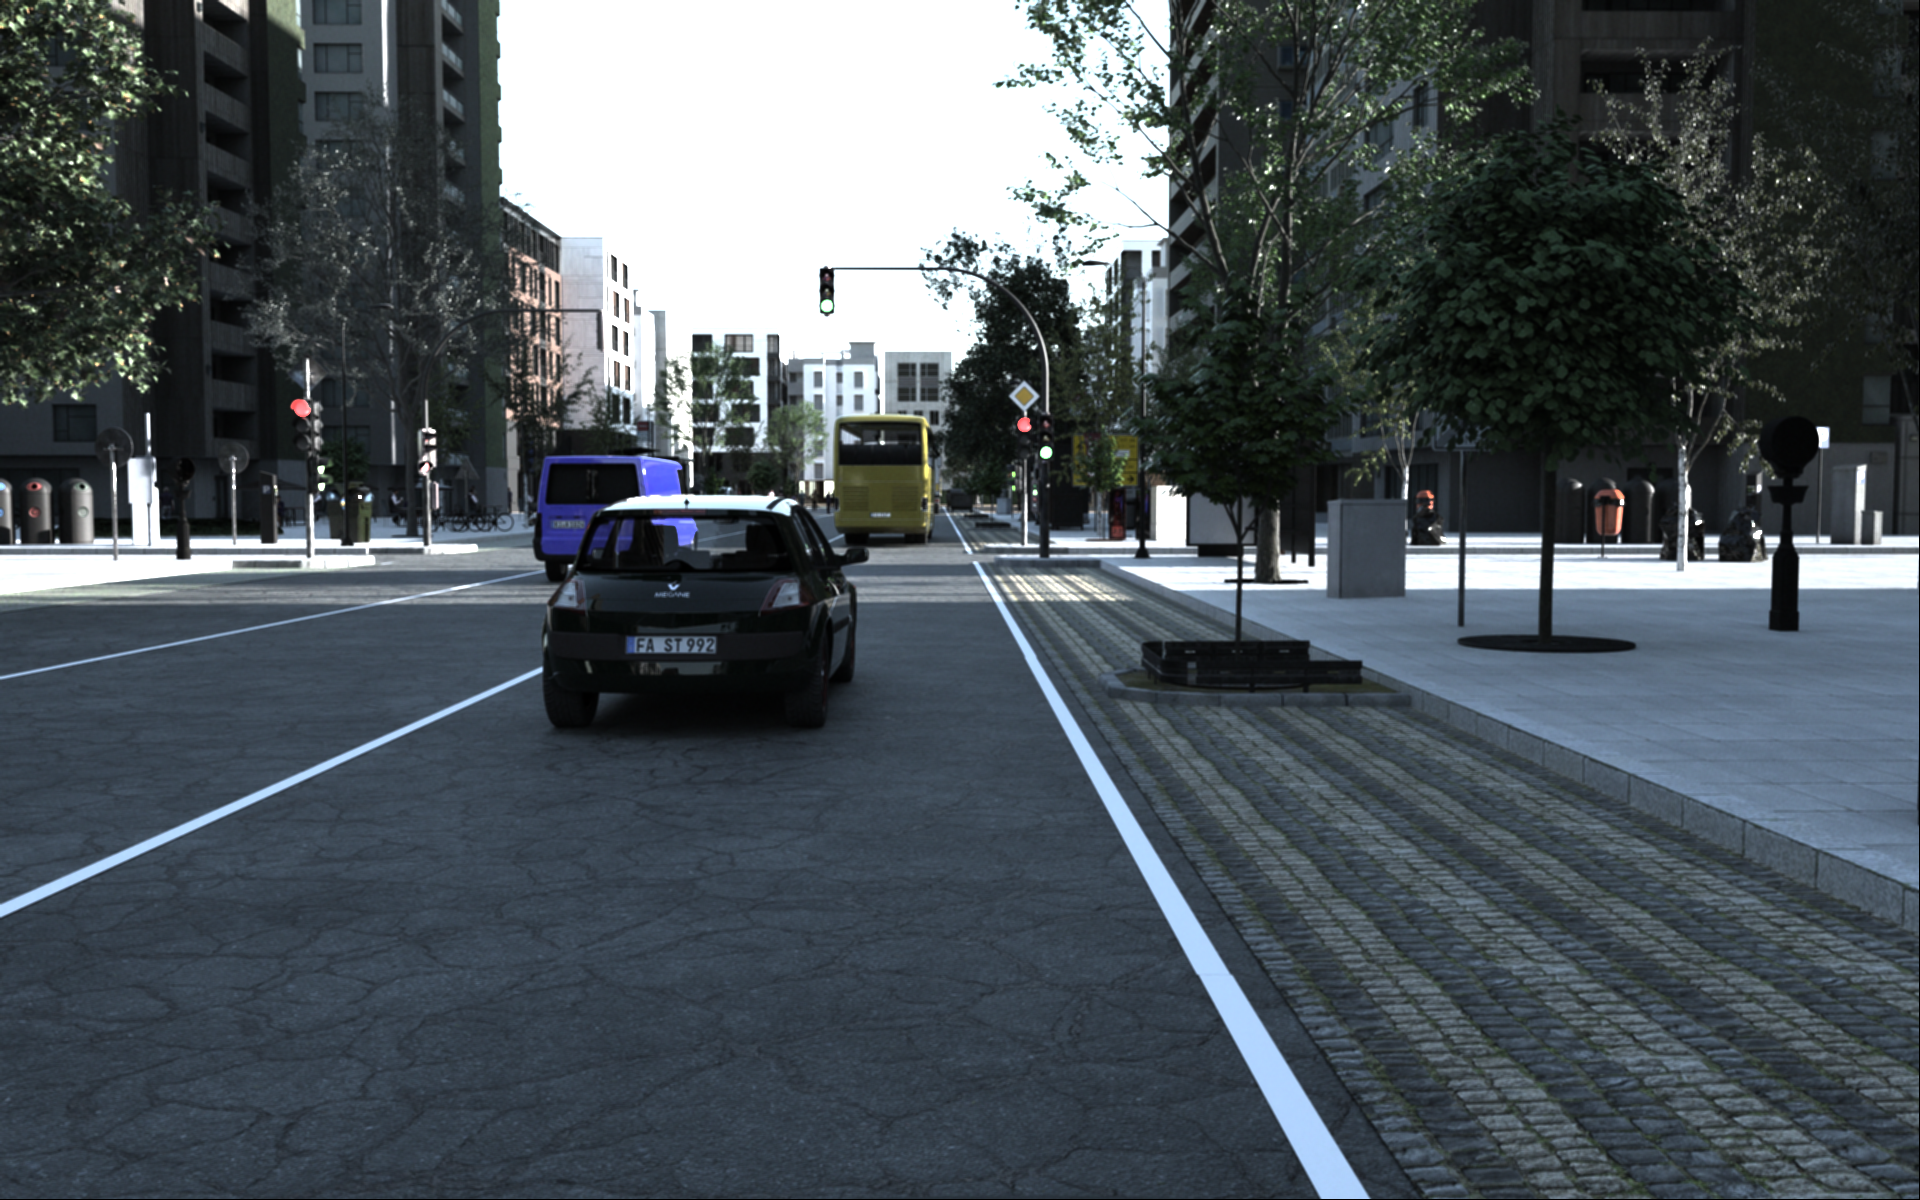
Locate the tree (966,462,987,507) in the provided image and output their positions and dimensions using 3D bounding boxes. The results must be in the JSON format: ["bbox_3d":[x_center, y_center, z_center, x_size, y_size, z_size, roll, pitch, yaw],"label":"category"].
[{"bbox_3d":[2.177,-13.207,166.290,4.360,8.622,3.978,0,3,0],"label":"tree"}]

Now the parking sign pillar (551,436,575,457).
[{"bbox_3d":[-18.655,-5.688,81.464,1.447,3.967,1.447,3,4,36],"label":"parking sign pillar"}]

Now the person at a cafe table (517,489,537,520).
[{"bbox_3d":[-20.895,-4.669,84.847,1.698,1.524,1.622,3,4,36],"label":"person at a cafe table"}]

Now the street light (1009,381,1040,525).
[{"bbox_3d":[2.706,-6.048,71.426,1.470,5.913,1.316,0,4,-1],"label":"street light"}]

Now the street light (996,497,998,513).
[{"bbox_3d":[2.017,-8.810,116.591,1.470,5.913,1.316,0,4,-1],"label":"street light"}]

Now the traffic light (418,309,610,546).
[{"bbox_3d":[-11.024,-4.158,42.655,4.771,5.953,1.251,0,4,-1],"label":"traffic light"}]

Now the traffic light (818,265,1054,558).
[{"bbox_3d":[-0.414,-3.669,34.656,4.771,5.953,1.251,0,4,-1],"label":"traffic light"}]

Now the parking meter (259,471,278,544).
[{"bbox_3d":[-17.777,-2.376,44.565,0.399,1.863,0.255,0,4,-2],"label":"parking meter"}]

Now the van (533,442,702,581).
[{"bbox_3d":[-5.852,-1.577,30.167,2.240,2.365,5.245,0,4,0],"label":"van"}]

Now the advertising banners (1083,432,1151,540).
[{"bbox_3d":[4.484,-3.225,48.921,2.074,3.025,0.090,1,4,18],"label":"advertising banners"}]

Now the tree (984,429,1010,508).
[{"bbox_3d":[2.899,-12.445,153.842,4.737,8.622,4.395,0,3,0],"label":"tree"}]

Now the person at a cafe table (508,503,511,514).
[{"bbox_3d":[-30.215,-6.258,113.176,1.726,1.238,1.698,3,5,43],"label":"person at a cafe table"}]

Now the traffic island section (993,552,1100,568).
[{"bbox_3d":[1.716,-0.774,34.941,2.009,0.180,2.903,0,4,-1],"label":"traffic island section"}]

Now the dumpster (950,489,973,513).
[{"bbox_3d":[0.128,-7.665,133.536,1.865,1.857,1.264,0,4,1],"label":"dumpster"}]

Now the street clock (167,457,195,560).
[{"bbox_3d":[-15.240,-1.797,33.945,0.358,2.002,0.471,2,4,25],"label":"street clock"}]

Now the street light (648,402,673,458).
[{"bbox_3d":[-15.119,-7.015,87.239,1.470,5.913,1.316,0,4,-1],"label":"street light"}]

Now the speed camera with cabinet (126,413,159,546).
[{"bbox_3d":[-20.311,-2.978,43.031,0.660,3.252,2.038,-1,4,-22],"label":"speed camera with cabinet"}]

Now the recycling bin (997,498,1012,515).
[{"bbox_3d":[2.778,-5.887,108.800,0.722,1.027,0.722,2,4,30],"label":"recycling bin"}]

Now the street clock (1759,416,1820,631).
[{"bbox_3d":[7.753,-0.714,16.241,0.471,2.002,0.358,0,4,-4],"label":"street clock"}]

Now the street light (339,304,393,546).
[{"bbox_3d":[-14.546,-4.277,42.473,1.470,5.913,1.316,0,4,-1],"label":"street light"}]

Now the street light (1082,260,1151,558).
[{"bbox_3d":[3.109,-3.791,34.517,1.470,5.913,1.316,0,4,-1],"label":"street light"}]

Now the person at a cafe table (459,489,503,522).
[{"bbox_3d":[-22.150,-4.330,79.310,1.698,1.524,1.622,1,4,22],"label":"person at a cafe table"}]

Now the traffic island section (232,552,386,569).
[{"bbox_3d":[-13.043,-0.762,34.741,2.009,0.180,2.903,0,4,-1],"label":"traffic island section"}]

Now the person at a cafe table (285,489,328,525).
[{"bbox_3d":[-27.010,-3.863,71.671,1.622,1.524,1.698,-3,4,-37],"label":"person at a cafe table"}]

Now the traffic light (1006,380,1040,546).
[{"bbox_3d":[1.565,-3.296,42.811,0.839,4.253,0.868,0,4,-1],"label":"traffic light"}]

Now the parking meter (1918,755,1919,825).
[{"bbox_3d":[3.897,-0.059,6.680,0.255,1.863,0.399,3,5,39],"label":"parking meter"}]

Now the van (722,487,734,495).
[{"bbox_3d":[-13.813,-5.615,98.820,2.013,2.044,4.112,0,4,0],"label":"van"}]

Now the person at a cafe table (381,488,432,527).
[{"bbox_3d":[-21.675,-3.608,67.500,1.622,1.524,1.698,-3,4,-36],"label":"person at a cafe table"}]

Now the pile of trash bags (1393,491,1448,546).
[{"bbox_3d":[11.587,-2.116,44.341,1.912,1.369,3.447,2,4,26],"label":"pile of trash bags"}]

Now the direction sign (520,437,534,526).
[{"bbox_3d":[-17.233,-4.708,68.979,0.876,3.537,0.379,3,5,39],"label":"direction sign"}]

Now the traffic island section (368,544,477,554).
[{"bbox_3d":[-13.155,-1.250,42.725,2.009,0.180,2.903,0,4,-1],"label":"traffic island section"}]

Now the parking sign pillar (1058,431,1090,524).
[{"bbox_3d":[4.857,-5.250,74.311,1.447,3.967,1.447,0,4,-7],"label":"parking sign pillar"}]

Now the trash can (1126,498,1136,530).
[{"bbox_3d":[6.084,-3.110,62.505,0.748,1.137,0.748,0,3,0],"label":"trash can"}]

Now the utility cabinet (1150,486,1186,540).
[{"bbox_3d":[5.776,-2.376,47.520,1.173,1.500,0.318,-2,4,-30],"label":"utility cabinet"}]

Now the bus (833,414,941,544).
[{"bbox_3d":[-2.104,-3.727,52.478,2.896,3.916,12.252,0,4,0],"label":"bus"}]

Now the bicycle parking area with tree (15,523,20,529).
[{"bbox_3d":[-38.272,-4.708,63.978,9.016,4.147,8.231,-1,4,-19],"label":"bicycle parking area with tree"}]

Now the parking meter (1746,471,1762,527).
[{"bbox_3d":[20.259,-2.356,44.225,0.399,1.863,0.255,-3,5,-42],"label":"parking meter"}]

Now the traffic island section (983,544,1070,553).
[{"bbox_3d":[1.605,-1.263,42.926,2.009,0.180,2.903,0,4,-1],"label":"traffic island section"}]

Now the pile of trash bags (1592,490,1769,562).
[{"bbox_3d":[14.161,-1.491,34.131,3.447,1.369,1.912,3,5,42],"label":"pile of trash bags"}]

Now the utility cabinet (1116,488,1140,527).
[{"bbox_3d":[6.508,-3.566,66.977,1.173,1.500,0.318,1,4,13],"label":"utility cabinet"}]

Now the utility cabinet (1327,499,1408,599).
[{"bbox_3d":[5.058,-0.636,21.559,1.020,1.237,0.306,-2,4,-25],"label":"utility cabinet"}]

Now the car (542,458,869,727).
[{"bbox_3d":[-1.667,-0.137,12.032,2.009,1.686,4.222,0,3,0],"label":"car"}]

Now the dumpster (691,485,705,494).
[{"bbox_3d":[-16.075,-6.203,107.176,1.264,1.857,1.865,0,4,-1],"label":"dumpster"}]

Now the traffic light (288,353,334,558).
[{"bbox_3d":[-13.003,-2.794,34.607,0.839,4.253,0.868,0,4,-1],"label":"traffic light"}]
